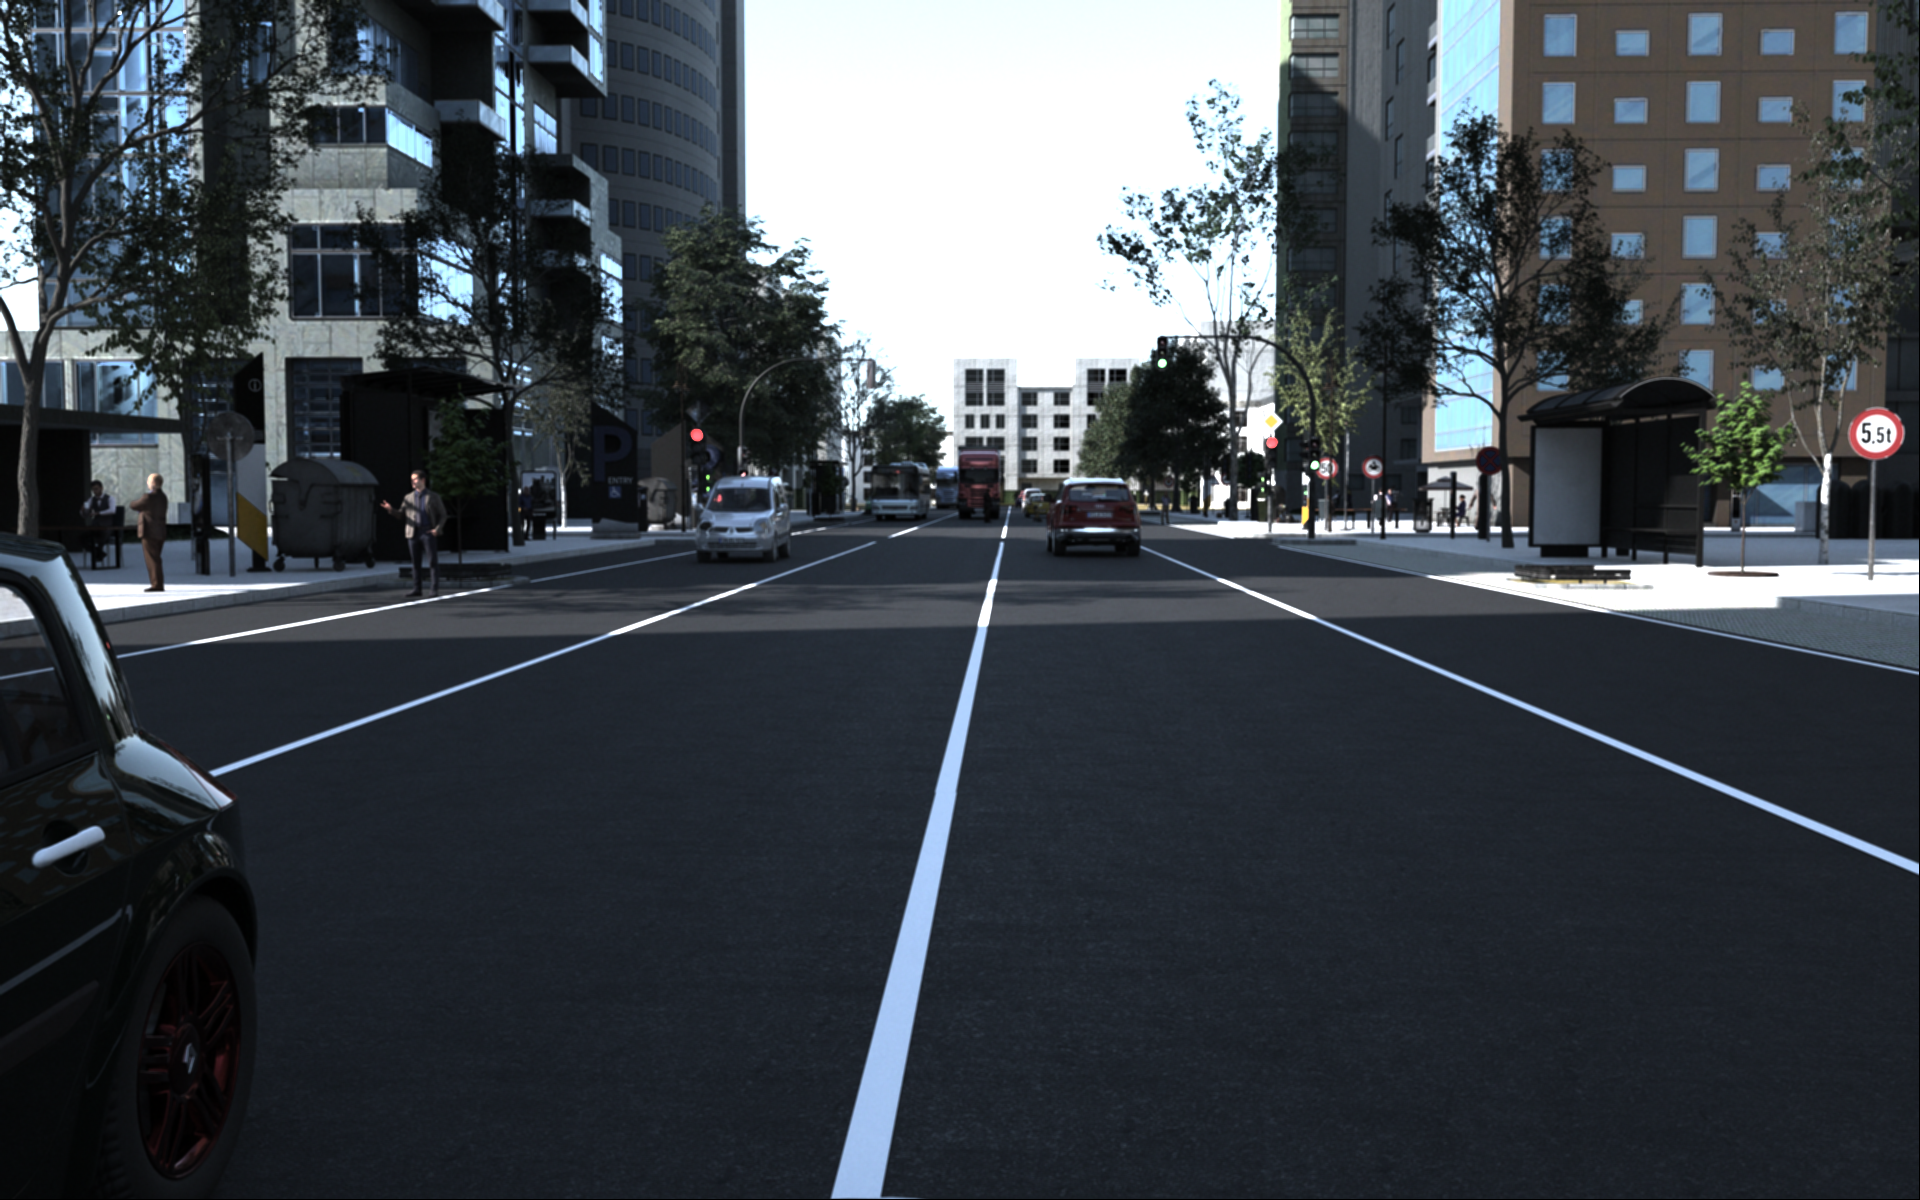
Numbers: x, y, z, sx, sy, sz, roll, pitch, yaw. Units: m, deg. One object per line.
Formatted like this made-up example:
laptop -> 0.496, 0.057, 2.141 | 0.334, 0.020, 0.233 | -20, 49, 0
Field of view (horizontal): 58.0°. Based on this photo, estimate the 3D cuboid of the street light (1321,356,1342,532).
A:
street light -> 12.441, -5.216, 58.071 | 0.468, 5.910, 1.993 | 0, 4, 2

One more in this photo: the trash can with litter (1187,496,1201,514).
trash can with litter -> 15.072, -6.114, 111.344 | 0.624, 1.170, 1.055 | 2, 4, 29

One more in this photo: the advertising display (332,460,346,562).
advertising display -> -11.830, -1.715, 33.253 | 0.123, 1.923, 0.974 | 0, 4, 7

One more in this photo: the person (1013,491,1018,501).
person -> 6.871, -12.304, 209.693 | 1.348, 1.821, 0.705 | 3, 4, 37

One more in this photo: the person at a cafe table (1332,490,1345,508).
person at a cafe table -> 23.993, -6.271, 111.053 | 1.698, 1.524, 1.622 | -2, 4, -29

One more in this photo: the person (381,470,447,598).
person -> -7.546, -0.913, 23.959 | 0.617, 1.759, 0.750 | 1, 4, 21

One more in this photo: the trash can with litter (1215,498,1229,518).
trash can with litter -> 14.240, -5.003, 93.186 | 1.055, 1.170, 0.624 | 1, 4, 18

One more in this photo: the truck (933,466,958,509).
truck -> -0.758, -11.298, 174.481 | 2.967, 4.110, 18.799 | 0, 4, 2

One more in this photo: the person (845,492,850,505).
person -> -13.625, -12.083, 203.581 | 1.348, 1.826, 0.705 | 1, 4, 13

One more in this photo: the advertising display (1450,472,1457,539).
advertising display -> 14.277, -2.749, 50.160 | 0.123, 1.923, 0.974 | 1, 4, 13

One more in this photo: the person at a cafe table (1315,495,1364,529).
person at a cafe table -> 13.596, -3.201, 63.199 | 1.698, 1.238, 1.726 | 2, 4, 35

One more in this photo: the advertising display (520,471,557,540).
advertising display -> -11.778, -2.641, 48.393 | 0.974, 1.923, 0.123 | -1, 4, -22

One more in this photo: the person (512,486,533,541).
person -> -12.000, -2.383, 47.692 | 0.574, 1.496, 0.600 | -2, 4, -28

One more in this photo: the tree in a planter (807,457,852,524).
tree in a planter -> -6.245, -5.250, 83.065 | 1.991, 3.239, 1.994 | 0, 4, 2

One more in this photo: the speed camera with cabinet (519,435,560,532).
speed camera with cabinet -> -14.411, -3.944, 58.817 | 2.038, 3.252, 0.660 | 3, 5, 42

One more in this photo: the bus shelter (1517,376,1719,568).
bus shelter -> 12.273, -2.366, 32.603 | 2.014, 3.302, 5.546 | 0, 4, 2

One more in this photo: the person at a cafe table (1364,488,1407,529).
person at a cafe table -> 15.789, -3.439, 64.738 | 1.698, 1.524, 1.622 | 1, 4, 18

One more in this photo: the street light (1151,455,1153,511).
street light -> 14.707, -9.759, 132.351 | 0.468, 5.910, 1.993 | 0, 4, 2

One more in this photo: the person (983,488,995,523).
person -> 1.461, -4.765, 87.100 | 0.600, 1.739, 0.565 | -1, 4, -13

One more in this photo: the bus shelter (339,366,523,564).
bus shelter -> -10.507, -2.670, 34.937 | 1.731, 3.624, 6.357 | 0, 4, 2

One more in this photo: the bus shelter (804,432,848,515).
bus shelter -> -8.544, -8.046, 109.176 | 2.179, 5.291, 8.768 | 0, 4, 2

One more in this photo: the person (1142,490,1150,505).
person -> 21.373, -11.714, 198.299 | 1.217, 1.736, 0.721 | 2, 4, 29

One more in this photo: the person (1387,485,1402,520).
person -> 21.307, -4.793, 85.133 | 0.841, 1.734, 0.376 | 0, 4, -7

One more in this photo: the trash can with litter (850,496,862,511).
trash can with litter -> -7.992, -7.465, 133.445 | 1.055, 1.170, 0.624 | 2, 4, 33

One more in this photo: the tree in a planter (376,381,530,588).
tree in a planter -> -7.954, -1.849, 27.459 | 1.991, 3.239, 1.994 | 0, 4, 2

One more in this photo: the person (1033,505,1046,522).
person -> 4.088, -4.477, 89.617 | 0.695, 0.859, 0.347 | -2, 4, -32

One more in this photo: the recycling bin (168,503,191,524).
recycling bin -> -22.922, -2.369, 51.280 | 0.722, 1.027, 0.722 | 3, 5, 42

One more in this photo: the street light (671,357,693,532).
street light -> -9.358, -5.241, 58.483 | 0.468, 5.910, 1.993 | 0, 4, 2

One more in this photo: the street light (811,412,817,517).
street light -> -8.149, -7.554, 96.294 | 0.468, 5.910, 1.993 | 0, 4, 2

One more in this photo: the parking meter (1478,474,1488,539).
parking meter -> 14.947, -2.671, 49.384 | 0.255, 1.863, 0.399 | 0, 4, 6

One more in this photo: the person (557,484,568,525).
person -> -16.743, -4.082, 72.915 | 0.434, 1.807, 0.598 | 3, 5, 42

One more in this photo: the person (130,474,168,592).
person -> -10.624, -0.881, 22.722 | 0.388, 1.546, 0.482 | 0, 4, 4

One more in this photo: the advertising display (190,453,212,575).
advertising display -> -12.108, -1.372, 27.646 | 0.123, 1.923, 0.974 | -2, 4, -33

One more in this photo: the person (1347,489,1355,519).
person -> 19.731, -4.832, 87.586 | 0.613, 1.512, 0.480 | 2, 4, 34

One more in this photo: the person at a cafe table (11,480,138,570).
person at a cafe table -> -15.053, -1.306, 29.862 | 1.698, 1.524, 1.622 | 0, 4, 5

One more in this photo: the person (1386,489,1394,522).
person -> 19.353, -4.255, 78.304 | 0.574, 1.496, 0.600 | 1, 4, 11

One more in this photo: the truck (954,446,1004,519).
truck -> 1.147, -6.985, 103.112 | 2.839, 4.237, 11.283 | 0, 4, 1

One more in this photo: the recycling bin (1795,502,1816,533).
recycling bin -> 28.384, -2.770, 57.836 | 0.722, 1.027, 0.722 | 0, 4, 4

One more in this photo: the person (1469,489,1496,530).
person -> 18.543, -3.354, 61.428 | 0.990, 1.755, 0.434 | 3, 4, 38

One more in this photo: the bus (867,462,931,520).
bus -> -3.271, -6.278, 97.509 | 2.948, 3.499, 13.247 | 0, 4, 2

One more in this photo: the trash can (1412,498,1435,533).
trash can -> 15.434, -2.820, 57.758 | 0.748, 1.137, 0.748 | 0, 3, 0

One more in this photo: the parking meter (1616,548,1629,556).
parking meter -> 13.809, -1.855, 36.037 | 0.255, 1.863, 0.399 | 1, 4, 22

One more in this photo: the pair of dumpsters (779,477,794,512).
pair of dumpsters -> -10.066, -5.621, 94.402 | 1.574, 2.255, 4.437 | 0, 4, 2

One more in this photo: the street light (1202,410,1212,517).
street light -> 13.552, -7.483, 95.129 | 0.468, 5.910, 1.993 | 0, 4, 2

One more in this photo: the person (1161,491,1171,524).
person -> 9.763, -4.377, 82.123 | 0.516, 1.574, 0.319 | -1, 4, -22
